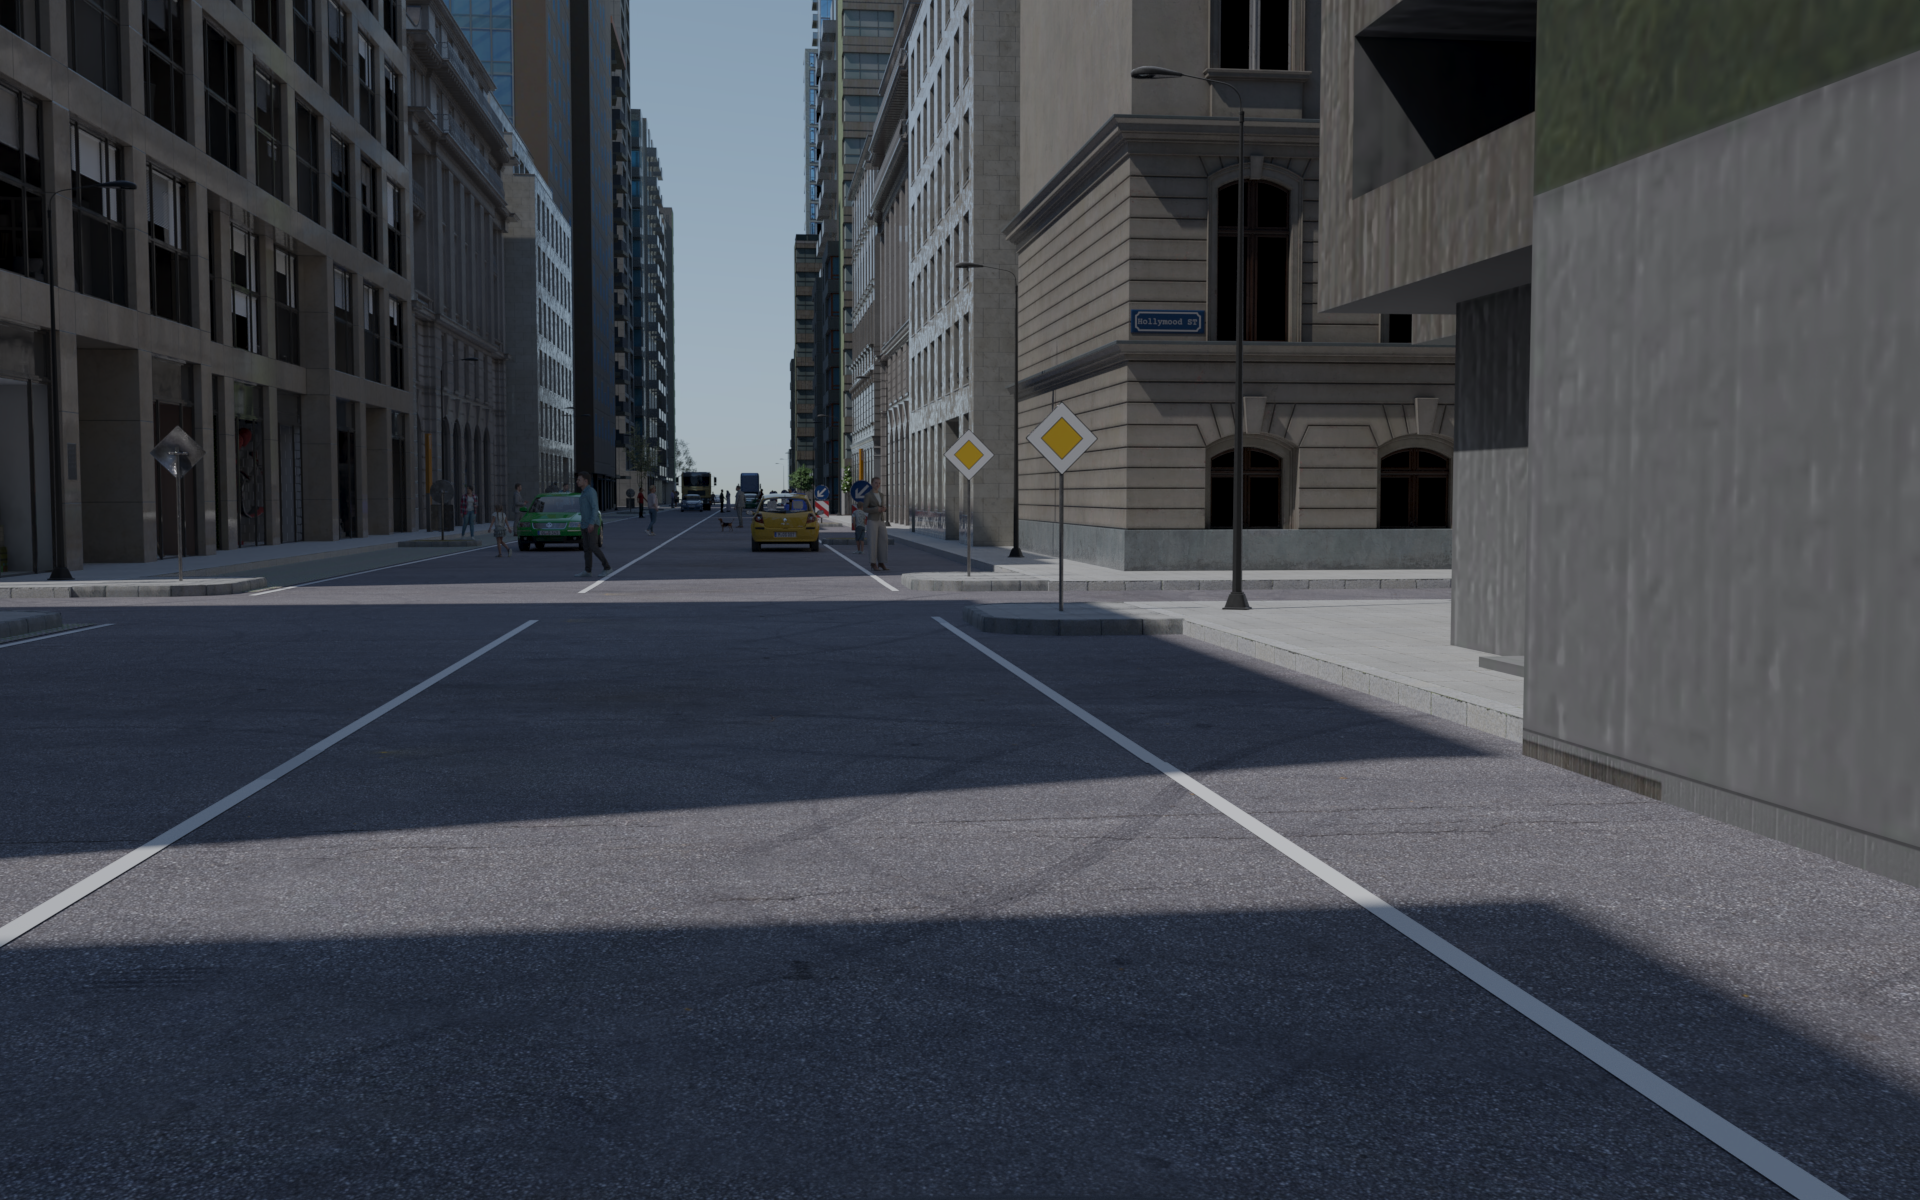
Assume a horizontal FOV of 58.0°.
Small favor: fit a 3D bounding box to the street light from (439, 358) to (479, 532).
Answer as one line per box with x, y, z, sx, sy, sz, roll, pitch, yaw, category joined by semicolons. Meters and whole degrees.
-17.064;-5.287;58.988;1.470;5.913;1.316;0;4;-7;street light

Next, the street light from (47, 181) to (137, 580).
-12.900;-3.256;25.769;1.470;5.913;1.316;0;4;-7;street light

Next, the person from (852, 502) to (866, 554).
-2.425;-1.731;41.485;0.332;1.250;0.352;1;4;11;person

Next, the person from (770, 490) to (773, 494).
-19.163;-10.345;177.506;0.599;1.838;0.709;2;4;27;person

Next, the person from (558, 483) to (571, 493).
-14.490;-3.379;63.616;0.638;1.841;0.748;0;4;4;person

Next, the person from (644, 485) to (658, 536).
-10.635;-3.089;59.685;0.731;1.740;0.598;3;4;39;person

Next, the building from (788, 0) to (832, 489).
-12.982;-56.981;244.311;22.319;86.520;31.000;0;4;-7;building

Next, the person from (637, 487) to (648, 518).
-18.893;-5.771;102.794;0.705;1.831;1.348;1;4;15;person

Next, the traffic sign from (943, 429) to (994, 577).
0.135;-1.419;26.848;0.795;2.450;0.064;0;4;-7;traffic sign

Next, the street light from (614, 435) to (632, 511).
-26.307;-9.946;135.154;1.470;5.913;1.316;0;4;-7;street light

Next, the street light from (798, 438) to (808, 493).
-12.740;-10.487;144.009;1.470;5.913;1.316;0;4;-7;street light

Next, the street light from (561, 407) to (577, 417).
-21.167;-7.320;92.215;1.470;5.913;1.316;0;4;-7;street light

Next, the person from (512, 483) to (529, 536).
-14.806;-3.038;58.369;0.583;1.804;0.606;-1;4;-18;person

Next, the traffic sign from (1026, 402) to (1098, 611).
1.105;-0.935;18.922;0.795;2.450;0.064;0;4;-7;traffic sign

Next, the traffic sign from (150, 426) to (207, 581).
-11.475;-1.334;25.453;0.795;2.450;0.064;0;4;-7;traffic sign

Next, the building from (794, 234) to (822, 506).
-11.566;-25.857;194.456;14.160;30.474;14.107;0;4;-7;building

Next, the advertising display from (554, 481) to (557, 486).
-20.698;-5.105;88.678;0.123;1.923;0.974;-1;4;-15;advertising display

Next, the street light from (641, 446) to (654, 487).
-30.423;-11.978;168.379;1.470;5.913;1.316;0;4;-7;street light

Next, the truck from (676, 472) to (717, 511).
-23.146;-9.547;152.019;3.469;3.379;9.791;-1;4;-9;truck

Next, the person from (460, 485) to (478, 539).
-15.438;-2.761;54.483;0.563;1.720;0.643;-2;4;-27;person

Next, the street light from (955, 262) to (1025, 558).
0.598;-3.812;34.871;1.470;5.913;1.316;0;4;-7;street light

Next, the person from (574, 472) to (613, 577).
-6.357;-1.315;30.014;0.620;1.820;0.660;-2;4;-32;person

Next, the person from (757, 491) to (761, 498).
-19.997;-9.957;172.031;0.721;1.736;1.217;2;4;35;person

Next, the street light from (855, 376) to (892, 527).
-3.409;-5.845;68.110;1.470;5.913;1.316;0;4;-7;street light

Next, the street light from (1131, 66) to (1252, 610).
2.547;-2.844;19.049;1.470;5.913;1.316;0;4;-7;street light

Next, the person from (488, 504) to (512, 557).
-10.430;-1.573;39.230;0.382;1.210;0.505;3;5;40;person

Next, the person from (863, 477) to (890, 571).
-1.552;-1.429;32.420;0.519;1.759;0.362;-3;5;-43;person

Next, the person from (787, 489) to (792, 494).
-10.473;-6.035;107.687;0.721;1.766;1.217;-1;4;-14;person

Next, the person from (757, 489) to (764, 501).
-14.308;-7.108;124.677;0.705;1.831;1.348;-2;4;-27;person

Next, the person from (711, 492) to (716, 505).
-31.298;-12.863;219.368;0.990;1.755;0.434;2;4;28;person

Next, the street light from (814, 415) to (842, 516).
-7.626;-7.892;101.571;1.470;5.913;1.316;0;4;-7;street light

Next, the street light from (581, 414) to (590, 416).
-22.241;-7.862;101.084;1.470;5.913;1.316;0;4;-7;street light

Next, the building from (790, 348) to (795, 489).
-7.063;-22.744;216.901;27.650;21.520;28.899;0;4;-7;building

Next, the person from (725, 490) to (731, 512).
-18.578;-7.917;138.614;0.621;1.740;0.551;-3;4;-36;person

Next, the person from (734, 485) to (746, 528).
-9.438;-4.011;74.180;0.391;1.810;0.635;1;4;17;person

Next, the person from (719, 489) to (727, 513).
-18.288;-7.628;133.350;0.705;1.807;1.348;1;4;13;person

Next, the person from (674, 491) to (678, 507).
-30.974;-10.944;188.227;0.721;1.735;1.217;-3;4;-36;person

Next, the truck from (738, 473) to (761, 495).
-25.683;-13.625;212.529;2.967;4.110;18.799;0;4;-8;truck

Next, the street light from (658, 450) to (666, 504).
-32.279;-12.910;183.622;1.470;5.913;1.316;0;4;-7;street light

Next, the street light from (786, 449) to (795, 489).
-16.859;-12.540;177.571;1.470;5.913;1.316;0;4;-7;street light

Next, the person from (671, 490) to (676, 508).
-28.919;-10.195;175.053;0.599;1.838;0.709;0;4;5;person
